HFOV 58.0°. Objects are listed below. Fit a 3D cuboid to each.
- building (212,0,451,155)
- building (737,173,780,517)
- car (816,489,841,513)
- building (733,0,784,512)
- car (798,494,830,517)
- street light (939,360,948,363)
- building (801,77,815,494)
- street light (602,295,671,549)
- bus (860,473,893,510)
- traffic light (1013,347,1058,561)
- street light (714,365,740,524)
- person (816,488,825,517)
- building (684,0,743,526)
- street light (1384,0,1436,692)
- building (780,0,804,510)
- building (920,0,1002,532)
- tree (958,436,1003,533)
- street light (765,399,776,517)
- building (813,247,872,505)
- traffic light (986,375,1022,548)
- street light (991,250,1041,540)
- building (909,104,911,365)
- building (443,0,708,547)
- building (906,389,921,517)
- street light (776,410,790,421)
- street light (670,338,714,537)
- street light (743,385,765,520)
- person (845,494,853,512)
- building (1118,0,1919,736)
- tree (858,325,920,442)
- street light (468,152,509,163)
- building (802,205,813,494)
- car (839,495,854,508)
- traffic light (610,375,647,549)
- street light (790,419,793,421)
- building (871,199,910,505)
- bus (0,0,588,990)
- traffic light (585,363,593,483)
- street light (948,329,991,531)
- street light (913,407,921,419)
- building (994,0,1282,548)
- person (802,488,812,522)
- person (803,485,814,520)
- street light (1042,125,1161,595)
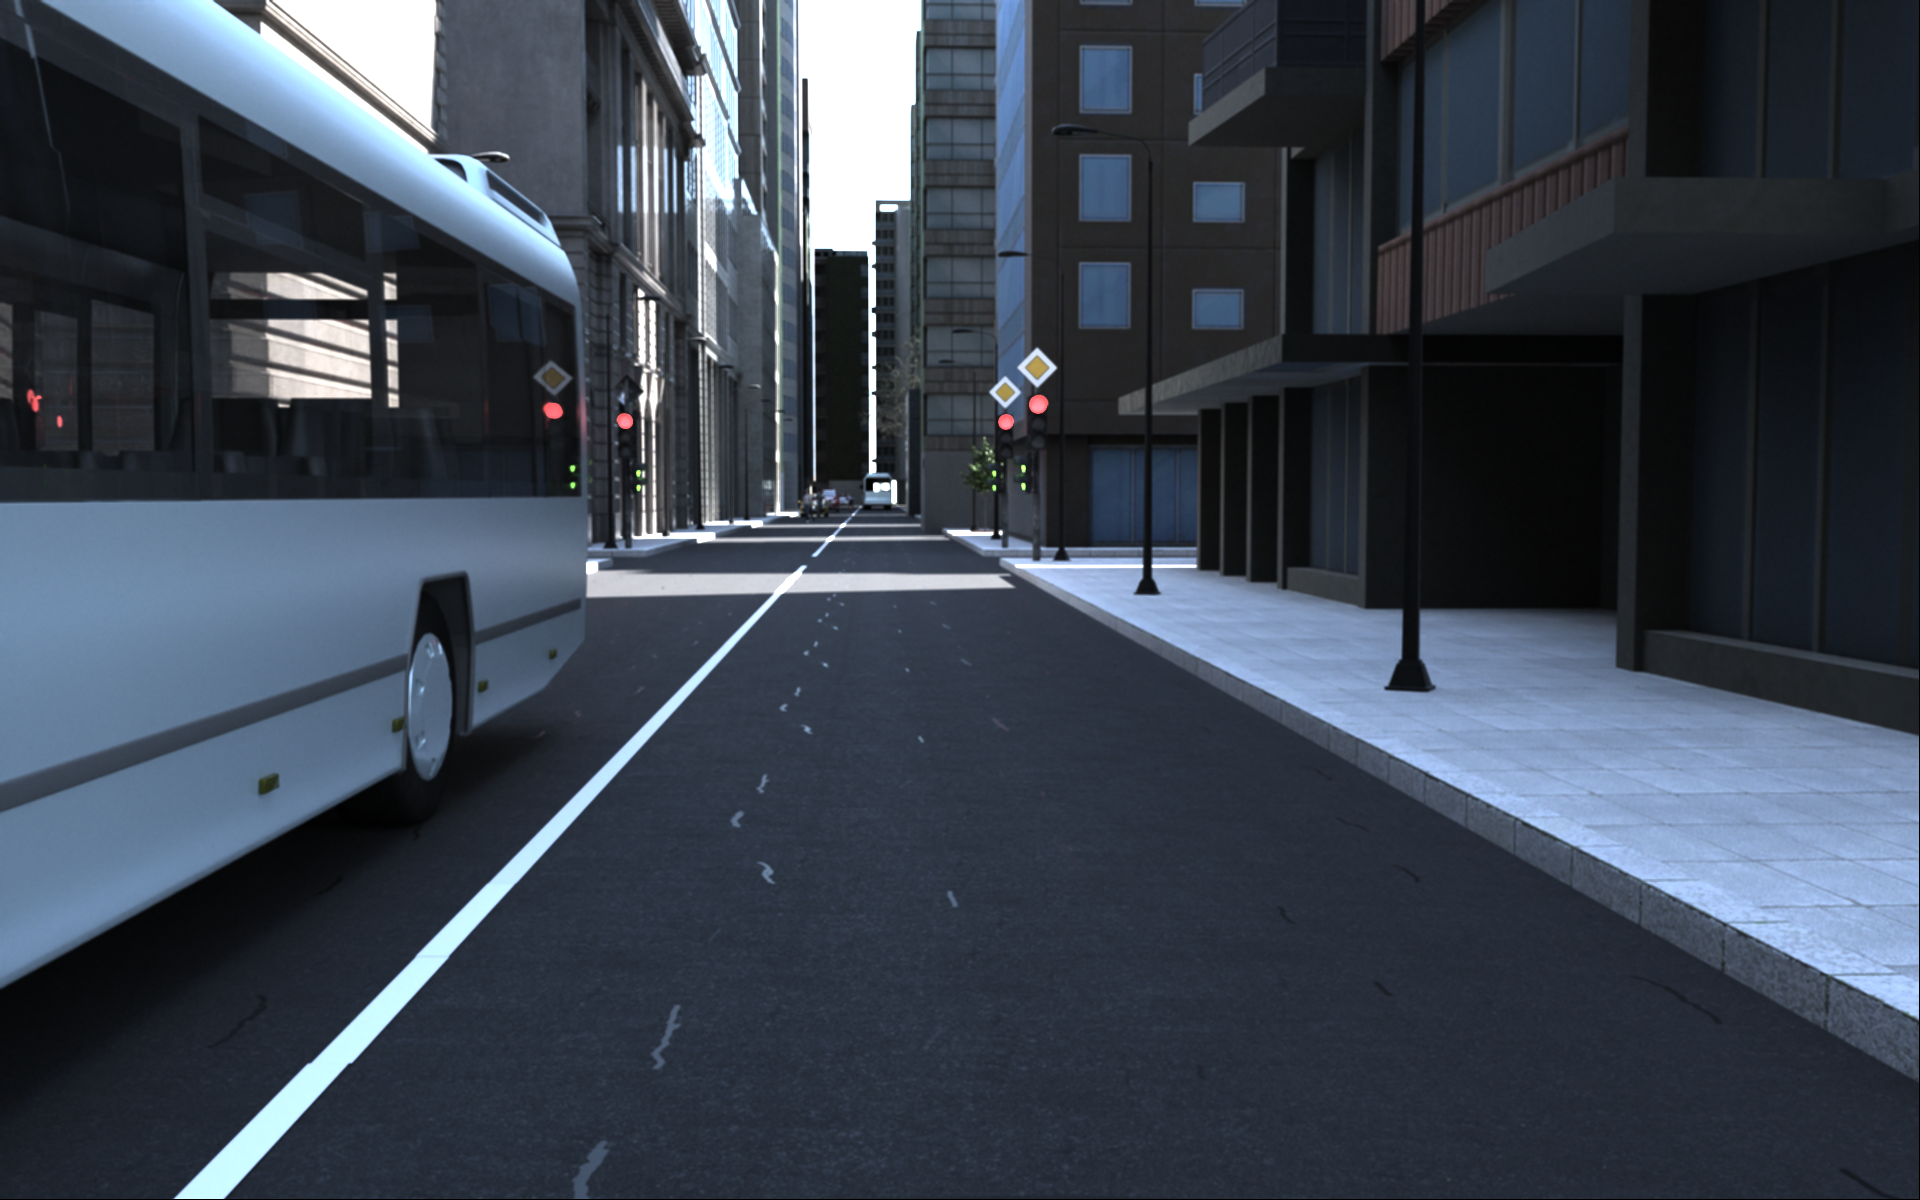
[{"bbox_3d":[-18.541,-12.092,26.583,19.941,23.489,11.050,0,4,-3],"label":"building"},{"bbox_3d":[-16.398,-15.156,102.550,10.420,20.320,16.860,0,4,-3],"label":"building"},{"bbox_3d":[-10.490,-7.804,136.265,2.281,1.827,5.304,0,4,-4],"label":"car"},{"bbox_3d":[-19.933,-26.812,121.971,14.154,41.232,14.086,0,4,-3],"label":"building"},{"bbox_3d":[-9.113,-6.012,108.512,2.015,1.641,3.980,0,4,-3],"label":"car"},{"bbox_3d":[-0.036,-5.346,59.952,1.470,5.913,1.316,0,4,-3],"label":"street light"},{"bbox_3d":[-22.752,-32.600,183.122,14.200,45.320,14.600,0,4,-3],"label":"building"},{"bbox_3d":[-7.686,-4.163,40.613,1.470,5.913,1.316,0,4,-3],"label":"street light"},{"bbox_3d":[-7.738,-10.148,160.786,2.948,3.499,13.247,0,4,-4],"label":"bus"},{"bbox_3d":[1.453,-2.708,33.201,0.839,4.253,0.868,0,4,-3],"label":"traffic light"},{"bbox_3d":[-8.830,-5.494,62.367,1.470,5.913,1.316,0,4,-3],"label":"street light"},{"bbox_3d":[-8.540,-5.960,106.123,0.466,1.800,0.511,1,4,10],"label":"person"},{"bbox_3d":[-16.672,-18.437,78.930,11.434,29.767,29.804,0,4,-3],"label":"building"},{"bbox_3d":[2.421,-2.364,11.197,1.470,5.913,1.316,0,4,-3],"label":"street light"},{"bbox_3d":[-24.181,-36.781,143.373,21.231,58.520,28.212,0,4,-3],"label":"building"},{"bbox_3d":[5.348,-23.645,70.184,14.154,41.232,14.086,0,4,-3],"label":"building"},{"bbox_3d":[0.717,-3.851,57.566,1.663,3.219,1.824,0,3,0],"label":"tree"},{"bbox_3d":[-9.918,-6.869,84.853,1.470,5.913,1.316,0,4,-3],"label":"street light"},{"bbox_3d":[-17.594,-26.551,205.805,14.107,30.474,14.160,0,4,-3],"label":"building"},{"bbox_3d":[1.052,-3.196,41.176,0.839,4.253,0.868,0,4,-3],"label":"traffic light"},{"bbox_3d":[1.418,-3.709,33.186,1.470,5.913,1.316,0,4,-3],"label":"street light"},{"bbox_3d":[2.877,-28.959,157.077,14.154,41.232,14.086,0,4,-3],"label":"building"},{"bbox_3d":[-15.357,-12.860,52.058,13.314,21.916,24.055,0,4,-3],"label":"building"},{"bbox_3d":[8.261,-48.122,99.472,22.319,86.520,31.000,0,4,-3],"label":"building"},{"bbox_3d":[-10.355,-7.542,95.846,1.470,5.913,1.316,0,4,-3],"label":"street light"},{"bbox_3d":[-8.227,-4.834,51.583,1.470,5.913,1.316,0,4,-3],"label":"street light"},{"bbox_3d":[-9.240,-6.210,74.072,1.470,5.913,1.316,0,4,-3],"label":"street light"},{"bbox_3d":[-8.749,-7.625,136.398,0.697,1.427,0.421,0,4,-2],"label":"person"},{"bbox_3d":[14.251,-22.102,15.995,22.147,44.769,28.867,0,4,-3],"label":"building"},{"bbox_3d":[-2.149,-12.961,122.278,12.009,13.543,11.850,0,3,0],"label":"tree"},{"bbox_3d":[-6.832,-3.128,23.691,1.470,5.913,1.316,0,4,-3],"label":"street light"},{"bbox_3d":[-21.790,-24.118,166.031,14.160,30.474,14.107,0,4,-3],"label":"building"},{"bbox_3d":[-12.040,-10.241,179.801,2.083,1.381,4.827,0,4,-3],"label":"car"},{"bbox_3d":[-7.798,-3.168,40.717,0.839,4.253,0.868,0,4,-3],"label":"traffic light"},{"bbox_3d":[-11.010,-8.221,106.954,1.470,5.913,1.316,0,4,-3],"label":"street light"},{"bbox_3d":[0.960,-32.047,215.843,23.993,40.220,32.217,0,4,-3],"label":"building"},{"bbox_3d":[-3.420,-0.577,4.302,2.948,3.499,13.247,0,4,-2],"label":"bus"},{"bbox_3d":[-7.397,-2.680,32.742,0.839,4.253,0.868,0,4,-3],"label":"traffic light"},{"bbox_3d":[0.484,-4.663,48.774,1.470,5.913,1.316,0,4,-3],"label":"street light"},{"bbox_3d":[-1.634,-7.326,92.316,1.470,5.913,1.316,0,4,-3],"label":"street light"},{"bbox_3d":[8.427,-24.271,46.942,14.200,45.320,14.600,0,4,-3],"label":"building"},{"bbox_3d":[-7.691,-4.791,87.500,0.731,1.740,0.598,2,4,34],"label":"person"},{"bbox_3d":[-8.240,-5.288,94.315,0.648,1.900,0.474,2,4,35],"label":"person"},{"bbox_3d":[1.858,-3.024,21.984,1.470,5.913,1.316,0,4,-3],"label":"street light"}]
